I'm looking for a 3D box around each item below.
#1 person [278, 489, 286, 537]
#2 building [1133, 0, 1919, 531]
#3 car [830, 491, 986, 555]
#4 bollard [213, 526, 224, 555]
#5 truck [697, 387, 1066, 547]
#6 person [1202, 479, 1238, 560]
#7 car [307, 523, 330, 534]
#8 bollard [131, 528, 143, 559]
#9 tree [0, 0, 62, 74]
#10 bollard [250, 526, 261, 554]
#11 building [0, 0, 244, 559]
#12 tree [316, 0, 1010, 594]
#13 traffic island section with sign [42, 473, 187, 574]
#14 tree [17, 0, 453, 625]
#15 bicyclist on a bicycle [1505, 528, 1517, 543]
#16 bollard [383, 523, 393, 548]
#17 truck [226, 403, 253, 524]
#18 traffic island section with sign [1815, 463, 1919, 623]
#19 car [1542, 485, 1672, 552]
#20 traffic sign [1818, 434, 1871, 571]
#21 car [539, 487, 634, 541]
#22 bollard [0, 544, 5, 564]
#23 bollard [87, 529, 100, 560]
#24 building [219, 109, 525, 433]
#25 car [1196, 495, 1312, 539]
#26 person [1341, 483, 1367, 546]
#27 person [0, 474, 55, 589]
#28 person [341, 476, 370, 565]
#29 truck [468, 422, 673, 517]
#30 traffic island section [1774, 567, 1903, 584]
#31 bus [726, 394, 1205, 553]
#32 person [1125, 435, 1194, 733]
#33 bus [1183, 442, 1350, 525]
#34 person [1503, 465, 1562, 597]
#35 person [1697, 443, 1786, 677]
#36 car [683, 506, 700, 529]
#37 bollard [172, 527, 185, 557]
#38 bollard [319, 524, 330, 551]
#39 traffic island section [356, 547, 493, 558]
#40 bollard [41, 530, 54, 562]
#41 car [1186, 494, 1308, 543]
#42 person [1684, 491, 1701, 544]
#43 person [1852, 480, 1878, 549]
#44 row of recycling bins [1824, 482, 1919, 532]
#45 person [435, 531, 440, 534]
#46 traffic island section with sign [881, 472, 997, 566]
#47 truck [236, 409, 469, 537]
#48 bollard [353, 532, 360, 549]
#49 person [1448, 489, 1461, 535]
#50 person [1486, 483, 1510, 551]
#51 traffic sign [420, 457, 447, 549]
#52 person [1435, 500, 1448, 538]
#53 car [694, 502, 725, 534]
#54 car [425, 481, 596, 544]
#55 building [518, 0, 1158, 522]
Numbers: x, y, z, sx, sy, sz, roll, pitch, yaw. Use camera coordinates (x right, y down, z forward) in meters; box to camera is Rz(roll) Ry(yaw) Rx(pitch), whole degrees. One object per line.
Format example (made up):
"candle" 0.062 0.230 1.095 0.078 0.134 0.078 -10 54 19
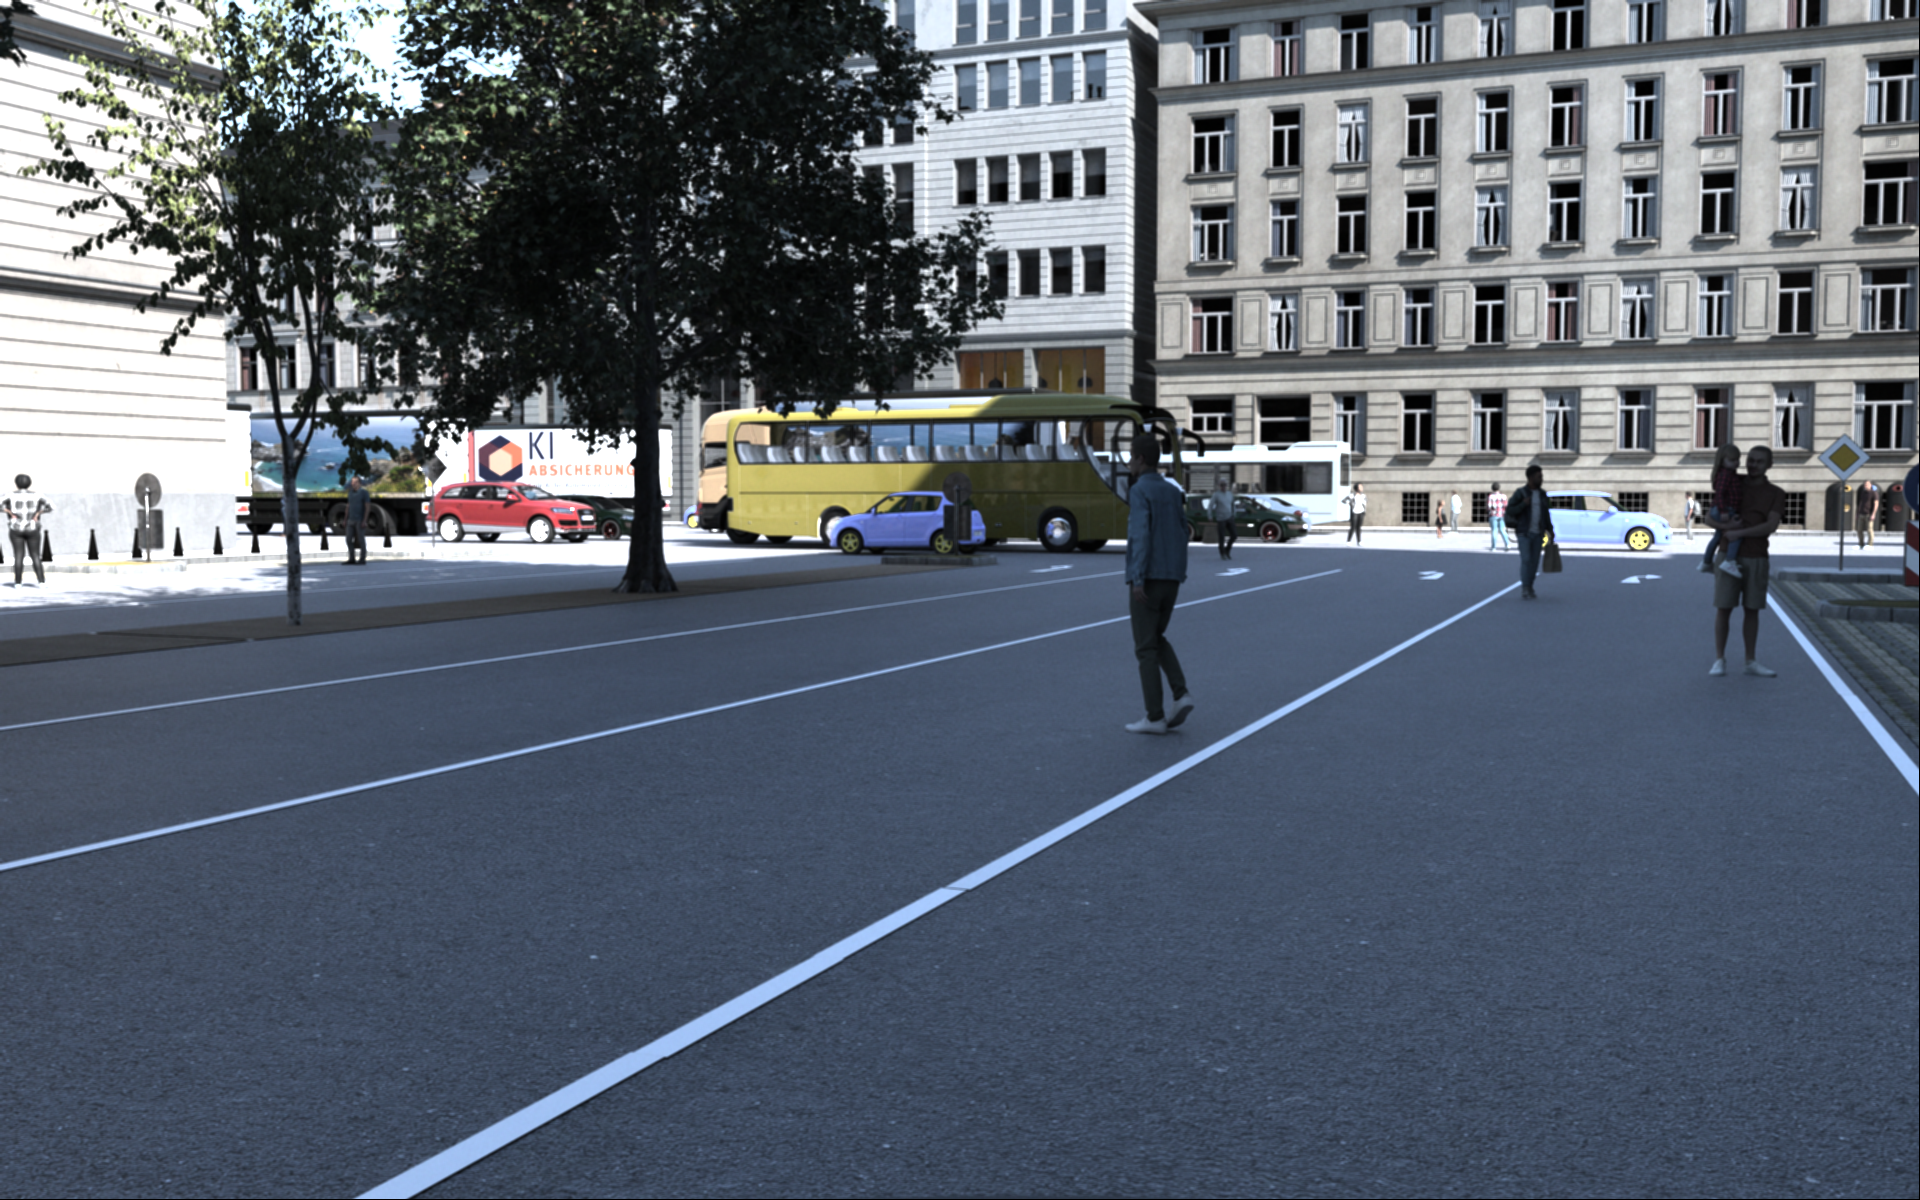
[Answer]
"person" -22.452 -3.000 57.736 0.419 1.800 0.721 -2 4 -34
"building" 23.819 -14.532 70.880 30.059 22.955 16.112 1 4 23
"car" -1.265 -1.926 41.079 3.694 1.707 1.945 1 4 21
"bollard" -15.616 -1.248 36.445 0.229 0.601 0.229 0 3 0
"truck" -2.667 -3.667 48.863 11.283 4.237 2.839 2 4 25
"person" 5.660 -1.760 37.755 0.782 1.767 0.515 -1 4 -23
"car" -21.866 -3.261 62.901 3.694 1.707 1.945 1 4 22
"bollard" -16.412 -1.131 34.529 0.229 0.601 0.229 0 3 0
"tree" -10.727 -5.522 9.757 9.611 12.733 9.660 0 3 0
"bollard" -15.213 -1.306 37.391 0.229 0.601 0.229 0 3 0
"building" -29.357 -15.309 37.696 23.554 28.519 14.401 1 4 23
"tree" -4.524 -6.458 25.052 9.611 12.733 9.660 0 3 0
"traffic island section with sign" -15.426 -1.417 31.801 1.989 1.847 2.006 1 4 23
"tree" -7.291 -4.008 18.348 4.737 8.622 4.395 0 3 0
"bicyclist on a bicycle" 16.906 -2.505 50.973 1.625 1.676 1.499 1 4 22
"bollard" -13.624 -1.539 41.211 0.229 0.601 0.229 0 3 0
"truck" -27.684 -4.051 55.144 11.283 4.237 2.839 1 4 23
"traffic island section with sign" 11.030 -0.695 19.989 1.989 1.847 2.006 1 4 23
"car" 16.131 -2.107 44.038 3.694 1.707 1.945 1 4 22
"traffic sign" 14.751 -1.548 28.948 0.795 2.450 0.064 1 4 23
"car" -11.567 -2.722 54.298 4.222 1.686 2.009 1 4 21
"bollard" -17.606 -0.957 31.683 0.229 0.601 0.229 0 3 0
"bollard" -16.812 -1.073 33.580 0.229 0.601 0.229 0 3 0
"building" -37.576 -14.871 94.047 40.483 20.767 10.553 1 4 23
"car" 8.781 -2.605 54.602 4.499 1.417 2.014 2 4 25
"person" 10.958 -2.365 47.897 0.841 1.734 0.376 -1 4 -18
"person" -14.195 -1.044 26.298 0.841 1.734 0.376 -2 4 -25
"person" -12.261 -1.620 35.114 0.598 1.807 0.434 2 4 35
"truck" -17.209 -5.004 70.729 11.283 4.237 2.839 1 4 22
"traffic island section" 14.776 -0.412 29.016 2.009 0.180 2.903 1 4 23
"bus" -0.093 -3.219 44.174 12.252 3.916 2.896 2 4 24
"person" 1.184 -0.094 10.386 0.601 1.785 0.444 -3 5 -41
"bus" 7.560 -4.239 64.173 13.247 3.499 2.948 1 4 21
"person" 7.870 -0.932 23.718 0.794 1.824 0.713 0 4 2
"person" 6.139 -0.318 13.681 0.580 1.828 0.573 -2 4 -26
"car" -9.766 -3.837 72.332 3.694 1.707 1.945 2 4 23
"bollard" -16.018 -1.189 35.478 0.229 0.601 0.229 0 3 0
"bollard" -14.423 -1.422 39.297 0.229 0.601 0.229 0 3 0
"traffic island section" -12.257 -1.101 40.275 2.009 0.180 2.903 1 4 23
"bollard" -17.211 -1.015 32.633 0.229 0.601 0.229 0 3 0
"car" 8.217 -2.555 51.555 4.222 1.686 2.009 1 4 23
"person" 21.109 -2.386 50.105 0.523 1.515 0.503 -1 4 -12
"person" 23.508 -2.223 44.969 0.434 1.807 0.598 0 4 -5
"row of recycling bins" 31.377 -3.166 58.883 3.534 1.692 1.069 2 4 24
"person" -18.791 -3.355 62.723 0.474 1.900 0.648 2 4 26
"traffic island section with sign" -0.298 -1.677 35.554 2.006 1.907 1.989 1 4 23
"truck" -22.490 -4.370 60.356 11.283 4.237 2.839 1 4 21
"bollard" -14.022 -1.481 40.249 0.229 0.601 0.229 0 3 0
"person" 17.502 -3.118 61.282 0.589 1.601 0.330 -3 5 -41
"person" 13.465 -2.083 43.390 0.563 1.720 0.643 -1 4 -10
"traffic sign" -12.232 -2.236 40.203 0.795 2.450 0.064 1 4 23
"person" 15.645 -2.634 56.235 0.373 1.253 0.362 3 5 43
"car" -7.112 -3.321 62.968 5.304 1.827 2.281 2 4 24
"car" -13.223 -2.598 51.154 5.304 1.827 2.281 1 4 21
"building" -4.850 -18.512 80.157 29.804 29.767 11.434 1 4 23
